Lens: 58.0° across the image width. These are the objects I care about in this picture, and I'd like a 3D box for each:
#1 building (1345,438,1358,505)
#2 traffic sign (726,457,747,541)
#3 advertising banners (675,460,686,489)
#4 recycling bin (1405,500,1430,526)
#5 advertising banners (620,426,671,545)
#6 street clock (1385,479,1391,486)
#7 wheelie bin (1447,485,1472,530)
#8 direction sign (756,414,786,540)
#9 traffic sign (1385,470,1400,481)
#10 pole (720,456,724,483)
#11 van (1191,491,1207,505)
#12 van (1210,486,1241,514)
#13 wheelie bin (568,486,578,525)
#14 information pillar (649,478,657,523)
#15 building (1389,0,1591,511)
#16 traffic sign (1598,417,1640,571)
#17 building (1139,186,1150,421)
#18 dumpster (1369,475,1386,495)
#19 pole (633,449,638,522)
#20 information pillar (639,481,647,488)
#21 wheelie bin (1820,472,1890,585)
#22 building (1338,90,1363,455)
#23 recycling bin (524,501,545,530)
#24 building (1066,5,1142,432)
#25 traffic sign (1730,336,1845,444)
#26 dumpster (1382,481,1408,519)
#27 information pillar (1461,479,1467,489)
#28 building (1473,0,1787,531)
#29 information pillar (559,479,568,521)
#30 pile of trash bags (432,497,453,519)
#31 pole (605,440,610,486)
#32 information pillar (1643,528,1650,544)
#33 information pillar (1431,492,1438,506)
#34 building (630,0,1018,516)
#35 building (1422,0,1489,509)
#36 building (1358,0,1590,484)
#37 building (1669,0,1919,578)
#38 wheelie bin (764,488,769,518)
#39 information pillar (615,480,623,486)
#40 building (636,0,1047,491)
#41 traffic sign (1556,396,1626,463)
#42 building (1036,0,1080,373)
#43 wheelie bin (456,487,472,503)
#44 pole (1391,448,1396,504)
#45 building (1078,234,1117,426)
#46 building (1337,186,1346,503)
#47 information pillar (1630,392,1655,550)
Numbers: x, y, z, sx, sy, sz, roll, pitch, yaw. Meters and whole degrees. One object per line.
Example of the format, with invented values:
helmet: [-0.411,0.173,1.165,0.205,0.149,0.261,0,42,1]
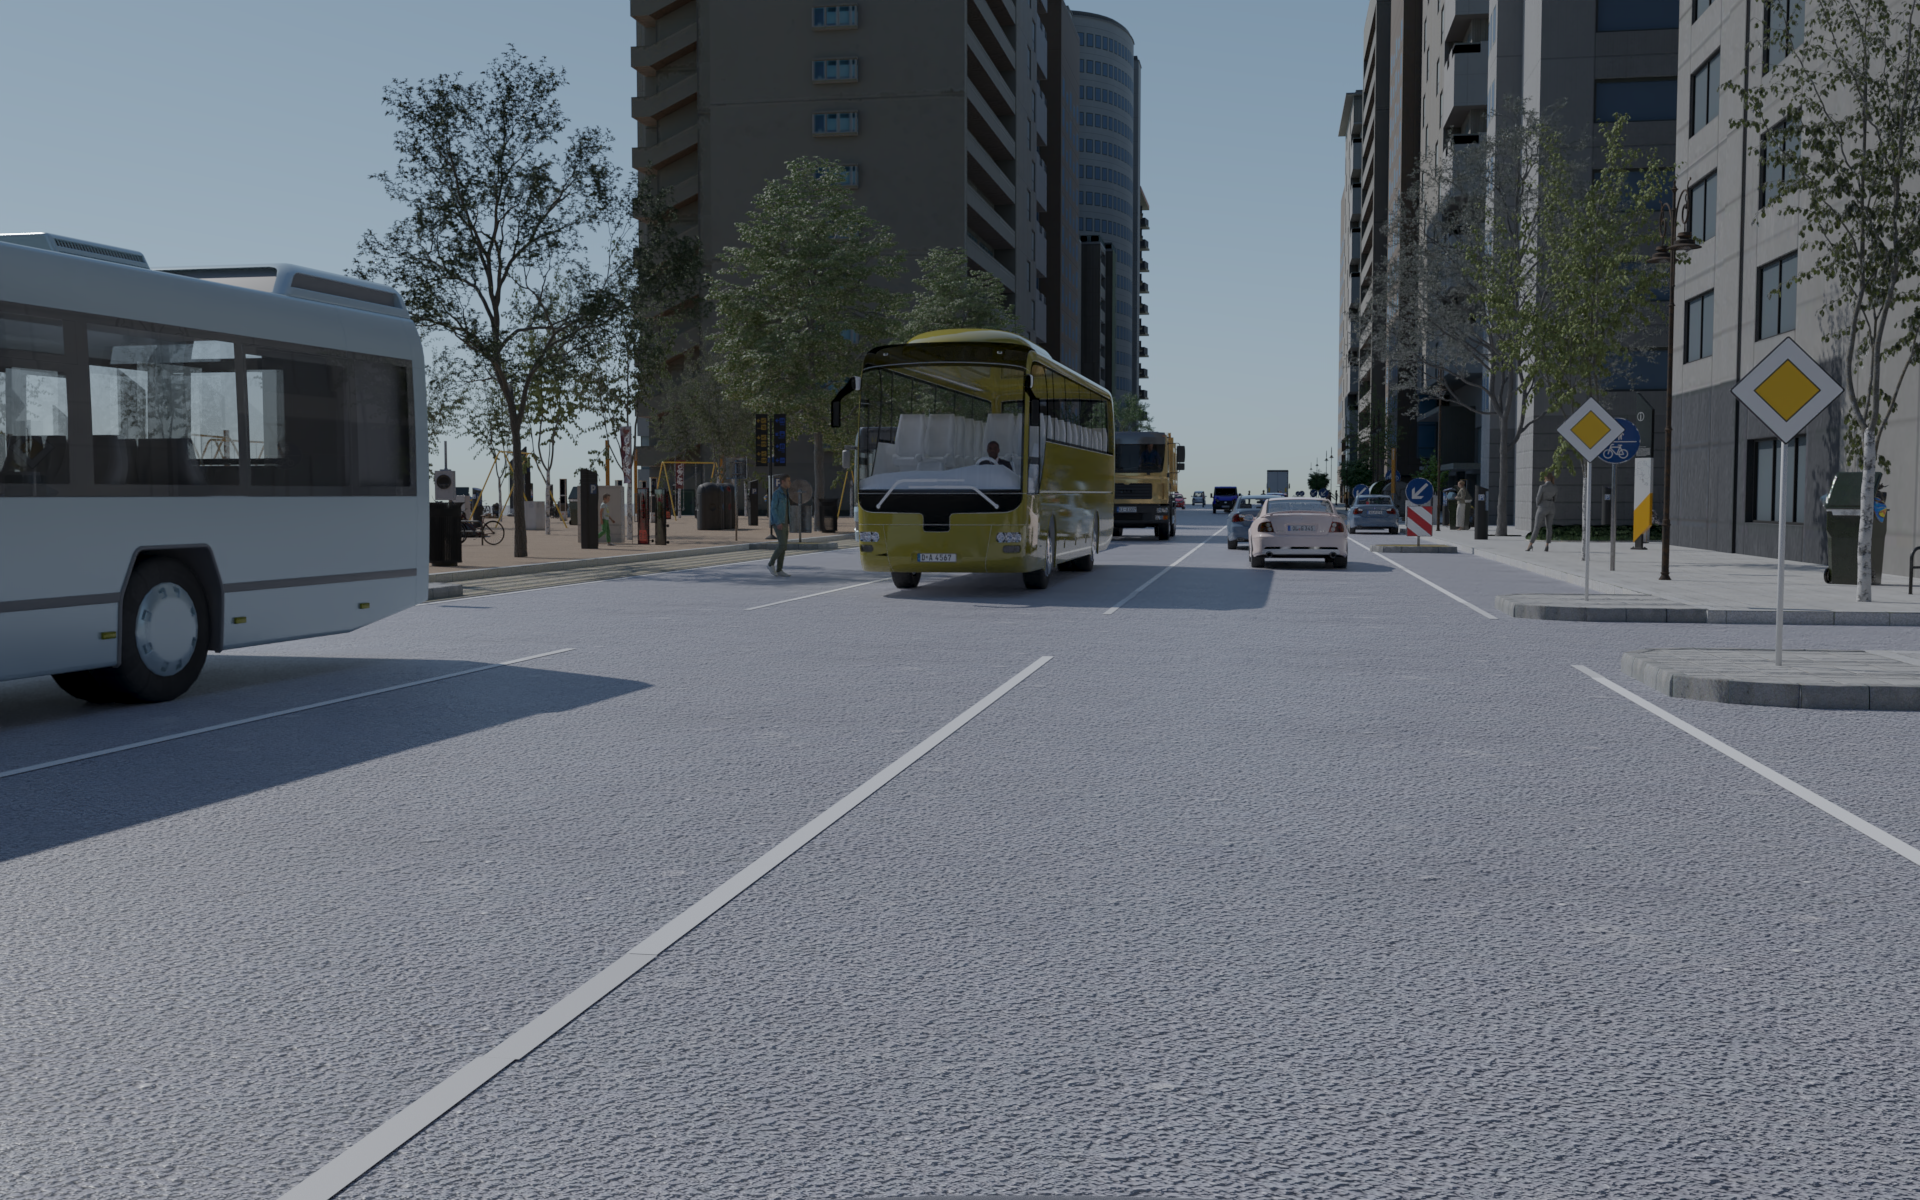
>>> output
building: [55.132,-53.719,190.974,22.319,86.520,31.000,1,4,10]
traffic sign: [-6.130,-2.770,47.423,0.606,2.300,0.079,1,4,14]
advertising banners: [-15.002,-5.629,88.217,2.074,3.025,0.090,-1,4,-12]
recycling bin: [18.387,-3.486,69.550,0.722,1.027,0.722,-3,5,-41]
advertising banners: [-8.018,-2.918,43.894,0.090,3.025,2.074,-3,5,-44]
street clock: [20.677,-4.820,83.382,0.358,2.002,0.471,-2,4,-24]
wheelie bin: [17.859,-3.309,62.015,0.980,1.594,0.693,-3,5,-42]
direction sign: [-5.333,-3.481,48.906,0.876,3.537,0.379,1,4,9]
traffic sign: [22.264,-5.447,89.162,0.768,2.556,0.104,1,4,12]
pole: [-12.185,-5.791,88.529,0.158,3.312,0.155,0,3,0]
van: [30.344,-13.018,219.863,2.013,2.044,4.112,1,4,10]
van: [19.758,-7.615,128.882,2.240,2.365,5.245,1,4,9]
wheelie bin: [-15.634,-3.861,71.032,0.980,1.594,0.693,2,4,26]
information pillar: [-13.632,-4.438,77.049,0.304,2.012,0.304,-1,4,-20]
building: [40.840,-29.639,134.702,14.600,45.320,14.200,1,4,10]
traffic sign: [10.911,-1.760,28.884,0.768,2.556,0.104,1,4,13]
building: [14.730,-35.886,241.354,22.147,44.769,28.867,1,4,10]
dumpster: [22.146,-5.383,90.506,1.502,2.255,1.985,1,4,10]
pole: [-14.785,-5.205,78.938,0.158,3.312,0.155,0,3,0]
information pillar: [-17.610,-5.612,96.247,0.304,2.012,0.304,-3,5,-40]
wheelie bin: [12.743,-1.025,24.661,0.693,1.594,0.980,-3,4,-39]
building: [62.968,-38.595,220.262,28.713,52.752,27.495,1,4,10]
recycling bin: [-15.228,-2.997,61.562,0.722,1.027,0.722,1,4,14]
building: [10.521,-41.024,212.748,21.231,58.520,28.212,1,4,10]
traffic sign: [6.138,-0.653,12.863,0.795,2.593,0.064,1,4,10]
dumpster: [19.992,-4.489,79.161,1.264,1.857,1.865,1,4,10]
information pillar: [25.351,-5.058,87.185,0.304,2.012,0.304,1,4,12]
building: [32.417,-32.272,69.648,21.231,58.520,28.212,1,4,10]
information pillar: [-18.933,-4.783,82.687,0.304,2.012,0.304,0,4,0]
pile of trash bags: [-16.898,-2.706,53.992,1.912,1.369,3.447,1,4,15]
pole: [-13.295,-4.375,65.368,0.158,3.312,0.155,0,3,0]
information pillar: [17.747,-2.478,45.007,0.304,2.012,0.304,2,4,35]
information pillar: [21.005,-4.404,76.505,0.304,2.012,0.304,-2,4,-28]
building: [-8.382,-29.757,110.227,21.300,48.544,21.600,1,4,10]
building: [44.860,-32.011,112.619,28.713,52.752,27.495,1,4,10]
building: [46.770,-32.353,152.678,21.300,48.544,21.600,1,4,10]
building: [26.078,-36.182,29.821,20.611,71.187,20.563,1,4,10]
wheelie bin: [-10.137,-5.268,94.033,0.980,1.594,0.693,-1,4,-9]
information pillar: [-17.685,-5.217,89.786,0.304,2.012,0.304,-3,4,-37]
building: [-7.881,-33.413,135.540,28.713,52.752,27.495,1,4,10]
traffic sign: [7.546,-1.134,20.723,0.795,2.593,0.064,1,4,10]
building: [3.017,-30.906,155.424,14.600,45.320,14.200,1,4,10]
wheelie bin: [-22.030,-4.196,76.512,0.980,1.594,0.693,0,4,-7]
pole: [19.271,-5.087,77.008,0.158,3.312,0.155,0,3,0]
building: [9.687,-25.725,192.297,14.160,30.474,14.107,1,4,10]
building: [60.306,-36.208,242.102,14.600,45.320,14.200,1,4,10]
information pillar: [15.689,-2.960,39.749,0.183,3.616,0.504,-2,4,-24]
